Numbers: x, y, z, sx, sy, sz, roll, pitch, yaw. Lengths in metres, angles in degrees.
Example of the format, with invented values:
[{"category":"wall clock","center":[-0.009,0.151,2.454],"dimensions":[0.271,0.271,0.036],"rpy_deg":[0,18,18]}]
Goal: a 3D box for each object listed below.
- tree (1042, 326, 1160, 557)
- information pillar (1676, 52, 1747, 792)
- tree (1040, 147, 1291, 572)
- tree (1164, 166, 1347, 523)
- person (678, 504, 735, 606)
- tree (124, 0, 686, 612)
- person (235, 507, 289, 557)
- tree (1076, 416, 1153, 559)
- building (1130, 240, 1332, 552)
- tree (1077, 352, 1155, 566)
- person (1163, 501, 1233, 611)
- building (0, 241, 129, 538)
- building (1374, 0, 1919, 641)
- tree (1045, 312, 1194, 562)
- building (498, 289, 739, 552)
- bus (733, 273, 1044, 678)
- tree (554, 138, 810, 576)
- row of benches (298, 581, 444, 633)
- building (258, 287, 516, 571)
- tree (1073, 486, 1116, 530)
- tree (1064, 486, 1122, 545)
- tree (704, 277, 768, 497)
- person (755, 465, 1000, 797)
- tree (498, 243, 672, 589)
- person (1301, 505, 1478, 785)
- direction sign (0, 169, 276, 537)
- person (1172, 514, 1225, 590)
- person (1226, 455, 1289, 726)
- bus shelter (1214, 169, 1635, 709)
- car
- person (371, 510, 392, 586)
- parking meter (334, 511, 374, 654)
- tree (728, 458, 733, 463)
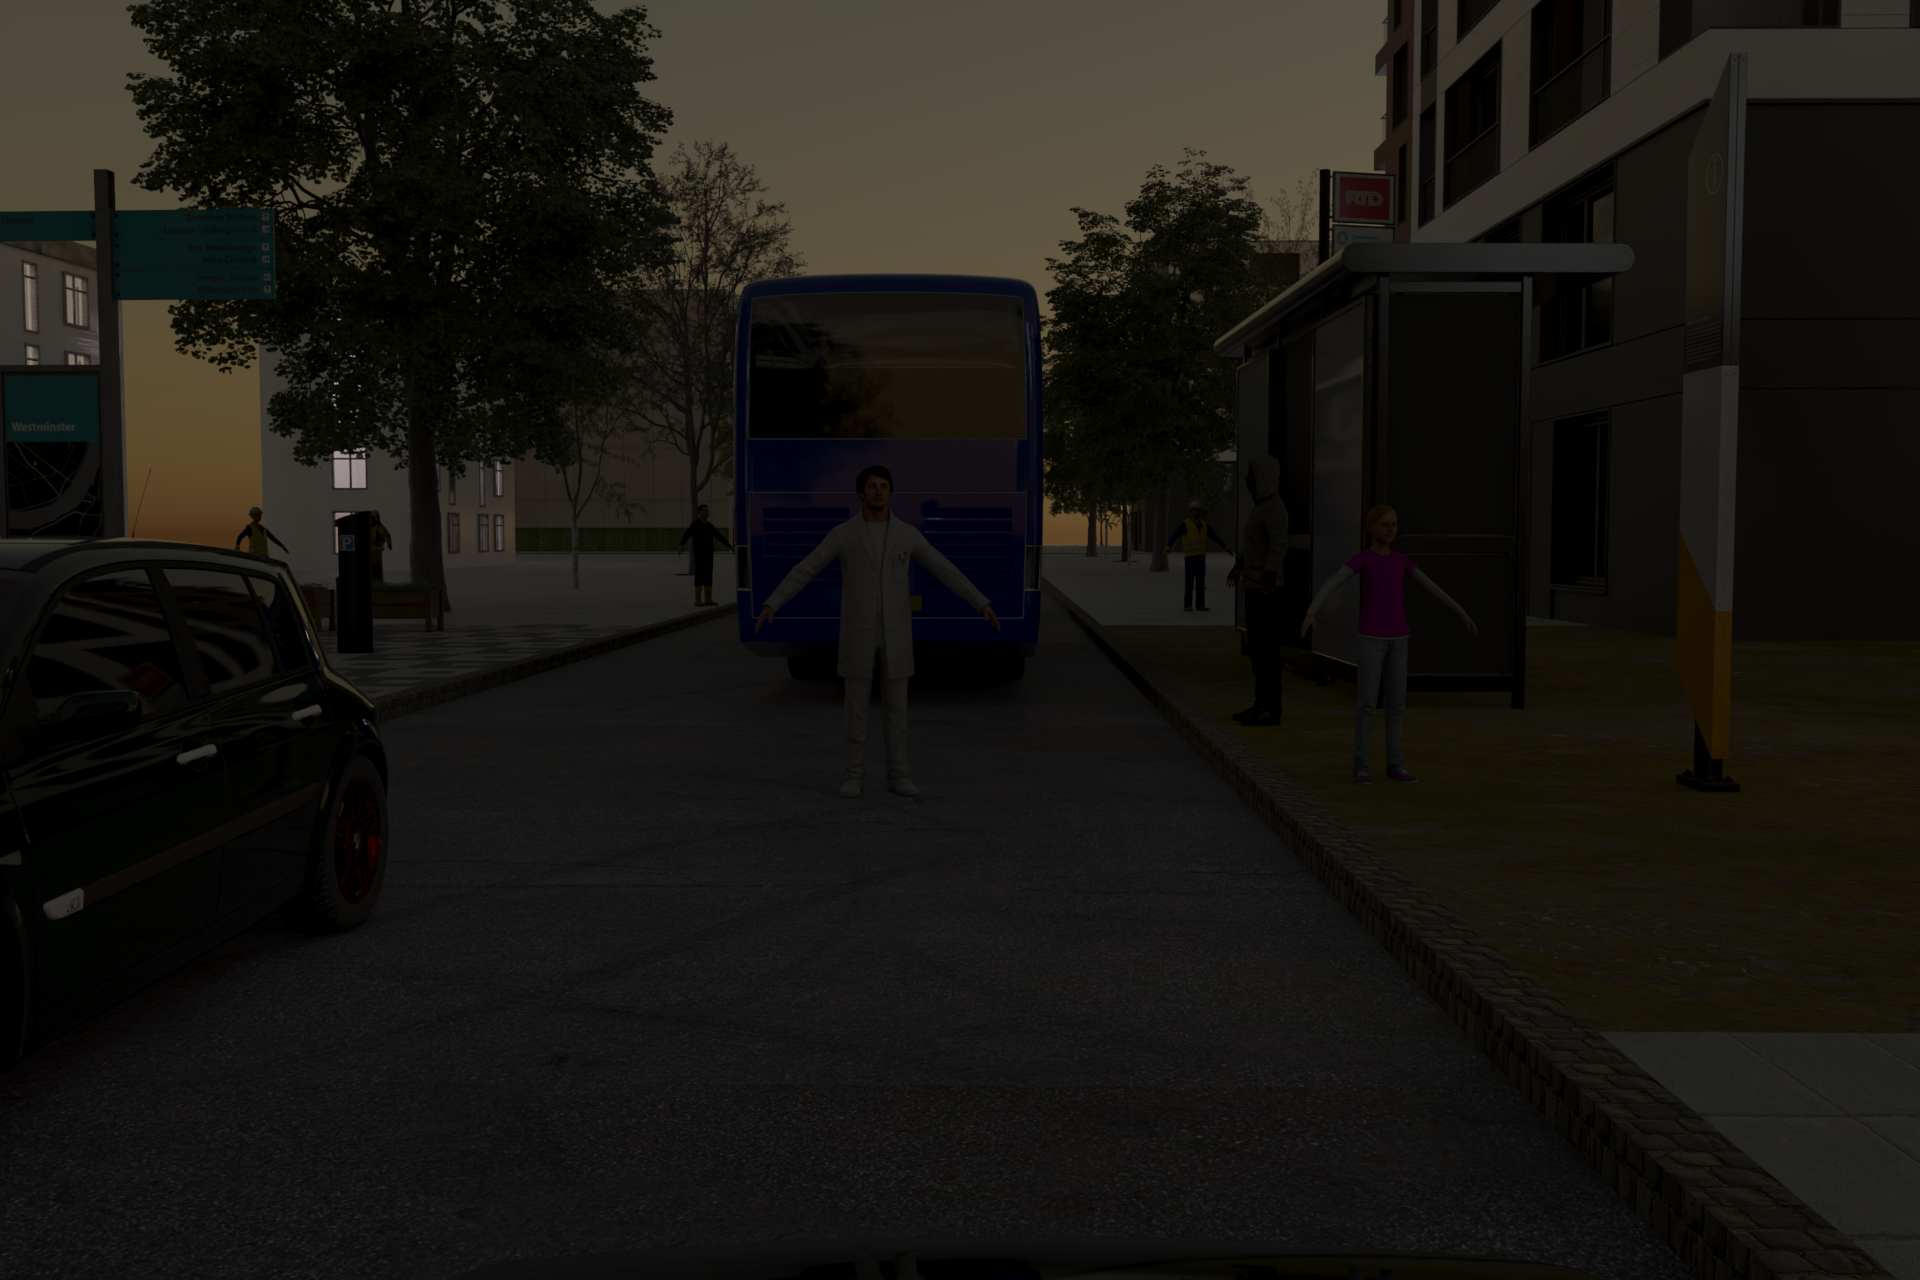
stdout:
[{"category":"tree","center":[7.474,-11.730,98.433],"dimensions":[9.857,13.997,8.962],"rpy_deg":[0,3,0]},{"category":"information pillar","center":[3.784,-1.063,8.736],"dimensions":[0.183,3.616,0.504],"rpy_deg":[0,4,1]},{"category":"tree","center":[6.844,-9.319,59.025],"dimensions":[9.857,13.997,8.962],"rpy_deg":[0,3,0]},{"category":"tree","center":[6.386,-5.171,34.906],"dimensions":[4.360,8.622,3.978],"rpy_deg":[0,3,0]},{"category":"person","center":[-4.546,-1.513,30.875],"dimensions":[0.704,1.812,1.346],"rpy_deg":[3,5,40]},{"category":"tree","center":[-8.719,-7.429,28.118],"dimensions":[9.857,13.997,8.962],"rpy_deg":[0,3,0]},{"category":"person","center":[-12.590,-1.513,31.196],"dimensions":[0.721,1.772,1.216],"rpy_deg":[2,4,25]},{"category":"tree","center":[7.218,-8.401,87.715],"dimensions":[4.360,8.622,3.978],"rpy_deg":[0,3,0]},{"category":"building","center":[27.311,-17.921,136.983],"dimensions":[27.936,21.610,32.646],"rpy_deg":[0,4,1]},{"category":"tree","center":[6.906,-7.304,69.781],"dimensions":[4.360,8.622,3.978],"rpy_deg":[0,3,0]},{"category":"person","center":[3.933,-1.399,28.849],"dimensions":[1.349,1.833,0.705],"rpy_deg":[-2,4,-25]},{"category":"building","center":[-26.571,-5.920,38.943],"dimensions":[9.099,9.664,28.070],"rpy_deg":[0,4,2]},{"category":"building","center":[22.886,-11.760,36.254],"dimensions":[27.936,21.610,32.646],"rpy_deg":[0,4,1]},{"category":"tree","center":[7.472,-9.403,79.488],"dimensions":[9.928,11.665,9.643],"rpy_deg":[0,3,0]},{"category":"building","center":[-24.652,-16.805,141.220],"dimensions":[16.747,18.905,31.486],"rpy_deg":[0,4,2]},{"category":"bus","center":[-0.481,-1.745,20.075],"dimensions":[2.896,3.916,12.251],"rpy_deg":[0,4,1]},{"category":"tree","center":[-8.081,-8.734,53.173],"dimensions":[12.009,13.543,11.850],"rpy_deg":[0,3,0]},{"category":"row of benches","center":[-8.773,-0.449,22.811],"dimensions":[4.104,0.672,1.422],"rpy_deg":[0,4,-1]},{"category":"building","center":[-23.205,-8.006,73.043],"dimensions":[9.099,9.664,28.070],"rpy_deg":[0,4,0]},{"category":"tree","center":[8.144,-9.575,106.919],"dimensions":[4.737,8.622,4.395],"rpy_deg":[0,3,0]},{"category":"tree","center":[15.898,-17.468,195.972],"dimensions":[12.009,13.543,11.850],"rpy_deg":[0,3,0]},{"category":"tree","center":[-7.818,-9.668,76.191],"dimensions":[7.486,12.596,7.792],"rpy_deg":[0,3,0]},{"category":"person","center":[-0.457,-0.053,9.516],"dimensions":[1.347,1.806,0.705],"rpy_deg":[-1,4,-11]},{"category":"tree","center":[-9.120,-5.525,40.699],"dimensions":[4.360,8.622,3.978],"rpy_deg":[0,3,0]},{"category":"person","center":[2.192,0.023,8.883],"dimensions":[0.991,1.433,0.599],"rpy_deg":[-1,4,-15]},{"category":"direction sign","center":[-6.248,-1.505,13.377],"dimensions":[2.525,3.948,1.411],"rpy_deg":[0,4,3]},{"category":"person","center":[5.488,-2.092,40.068],"dimensions":[1.347,1.847,0.705],"rpy_deg":[-1,4,-20]},{"category":"person","center":[2.026,-0.342,11.718],"dimensions":[0.705,1.813,1.348],"rpy_deg":[0,4,-1]},{"category":"bus shelter","center":[3.789,-2.397,16.816],"dimensions":[2.179,5.291,8.768],"rpy_deg":[0,4,0]},{"category":"car","center":[-3.050,0.298,4.920],"dimensions":[2.009,1.686,4.222],"rpy_deg":[0,4,1]},{"category":"person","center":[-13.875,-2.157,41.036],"dimensions":[1.354,1.858,0.705],"rpy_deg":[2,4,32]},{"category":"parking meter","center":[-6.549,-0.630,18.716],"dimensions":[0.372,1.533,0.369],"rpy_deg":[0,3,0]},{"category":"tree","center":[-7.861,-9.271,85.995],"dimensions":[8.767,10.594,7.601],"rpy_deg":[1,4,16]}]
